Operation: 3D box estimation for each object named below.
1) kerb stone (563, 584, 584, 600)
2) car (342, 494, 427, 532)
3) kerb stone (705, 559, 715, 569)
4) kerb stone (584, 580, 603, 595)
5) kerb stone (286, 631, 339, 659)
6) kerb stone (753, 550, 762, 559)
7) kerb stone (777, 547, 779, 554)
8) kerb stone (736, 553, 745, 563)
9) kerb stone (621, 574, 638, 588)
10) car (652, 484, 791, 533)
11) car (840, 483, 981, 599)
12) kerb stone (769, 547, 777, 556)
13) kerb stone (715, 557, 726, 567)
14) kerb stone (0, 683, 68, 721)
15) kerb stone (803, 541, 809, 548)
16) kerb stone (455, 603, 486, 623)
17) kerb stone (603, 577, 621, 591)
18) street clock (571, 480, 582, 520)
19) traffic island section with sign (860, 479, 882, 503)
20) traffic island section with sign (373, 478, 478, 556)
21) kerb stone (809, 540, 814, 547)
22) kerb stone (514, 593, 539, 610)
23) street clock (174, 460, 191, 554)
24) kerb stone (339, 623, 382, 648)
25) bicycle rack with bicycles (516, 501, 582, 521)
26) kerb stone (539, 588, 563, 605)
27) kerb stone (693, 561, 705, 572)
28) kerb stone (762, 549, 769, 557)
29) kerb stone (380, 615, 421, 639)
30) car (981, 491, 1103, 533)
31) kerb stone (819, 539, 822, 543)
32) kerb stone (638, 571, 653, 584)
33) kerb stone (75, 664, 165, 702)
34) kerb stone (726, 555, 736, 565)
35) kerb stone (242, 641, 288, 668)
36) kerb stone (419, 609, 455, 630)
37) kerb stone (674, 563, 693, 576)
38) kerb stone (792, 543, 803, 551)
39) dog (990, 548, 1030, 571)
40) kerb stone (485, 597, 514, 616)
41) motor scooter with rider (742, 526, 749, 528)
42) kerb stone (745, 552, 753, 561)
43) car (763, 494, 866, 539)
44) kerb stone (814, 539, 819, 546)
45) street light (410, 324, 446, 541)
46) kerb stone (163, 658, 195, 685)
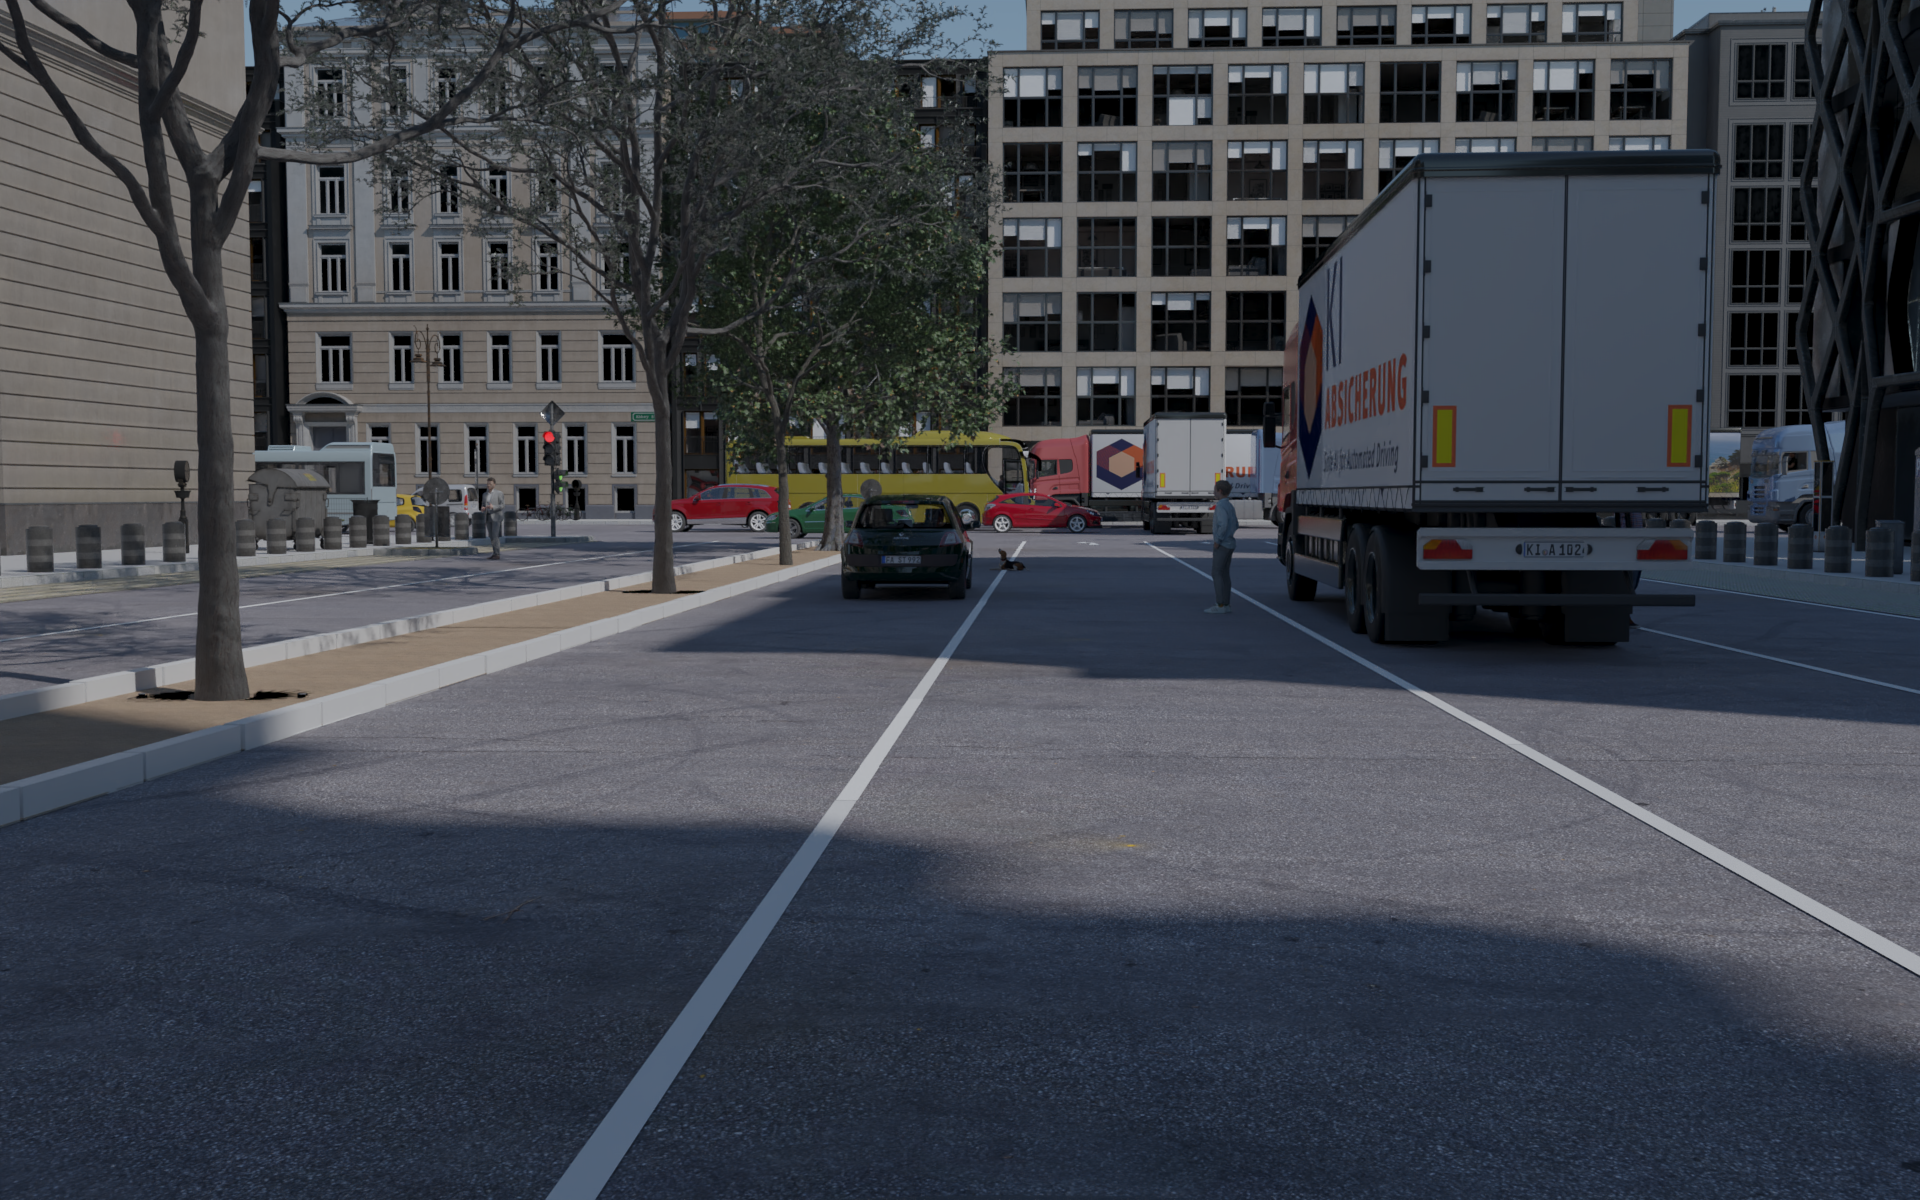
[{"bbox_3d":[-5.371,-0.089,23.656,0.120,0.150,1.000,0,4,3],"label":"kerb stone"},{"bbox_3d":[-22.192,-3.419,66.116,3.980,1.641,2.015,0,4,3],"label":"car"},{"bbox_3d":[-4.853,-0.654,32.894,0.120,0.150,1.000,0,4,3],"label":"kerb stone"},{"bbox_3d":[-5.311,-0.152,24.685,0.120,0.150,1.000,0,4,3],"label":"kerb stone"},{"bbox_3d":[-5.831,0.413,15.442,0.120,0.150,1.000,0,4,3],"label":"kerb stone"},{"bbox_3d":[-4.554,-0.964,38.033,0.120,0.150,1.000,0,4,3],"label":"kerb stone"},{"bbox_3d":[-4.389,-1.157,41.114,0.120,0.150,1.000,0,4,3],"label":"kerb stone"},{"bbox_3d":[-4.679,-0.842,35.978,0.120,0.150,1.000,0,4,3],"label":"kerb stone"},{"bbox_3d":[-5.190,-0.278,26.739,0.120,0.150,1.000,0,4,3],"label":"kerb stone"},{"bbox_3d":[-8.960,-3.470,65.406,5.304,1.827,2.281,0,4,2],"label":"car"},{"bbox_3d":[-0.713,-0.932,25.026,2.009,1.686,4.222,0,4,2],"label":"car"},{"bbox_3d":[-4.445,-1.094,40.089,0.120,0.150,1.000,0,4,3],"label":"kerb stone"},{"bbox_3d":[-4.787,-0.718,33.929,0.120,0.150,1.000,0,4,3],"label":"kerb stone"},{"bbox_3d":[-6.058,0.672,11.322,0.120,0.150,1.000,0,4,3],"label":"kerb stone"},{"bbox_3d":[-4.153,-1.407,45.226,0.120,0.150,1.000,0,4,3],"label":"kerb stone"},{"bbox_3d":[-5.605,0.166,19.557,0.120,0.150,1.000,0,4,3],"label":"kerb stone"},{"bbox_3d":[-5.254,-0.215,25.715,0.120,0.150,1.000,0,4,3],"label":"kerb stone"},{"bbox_3d":[-19.085,-4.997,86.279,0.471,2.002,0.358,2,4,23],"label":"street clock"},{"bbox_3d":[-2.730,-2.666,51.720,2.006,1.907,1.989,0,4,3],"label":"traffic island section with sign"},{"bbox_3d":[-12.522,-1.974,40.898,1.989,1.847,2.006,0,4,3],"label":"traffic island section with sign"},{"bbox_3d":[-4.096,-1.467,46.261,0.120,0.150,1.000,0,4,3],"label":"kerb stone"},{"bbox_3d":[-5.492,0.036,21.607,0.120,0.150,1.000,0,4,3],"label":"kerb stone"},{"bbox_3d":[-16.763,-2.005,37.357,0.358,2.002,0.471,-1,4,-12],"label":"street clock"},{"bbox_3d":[-5.778,0.357,16.476,0.120,0.150,1.000,0,4,3],"label":"kerb stone"},{"bbox_3d":[-19.744,-4.322,84.053,2.925,0.926,2.852,0,4,6],"label":"bicycle rack with bicycles"},{"bbox_3d":[-5.427,-0.027,22.631,0.120,0.150,1.000,0,4,3],"label":"kerb stone"},{"bbox_3d":[-4.905,-0.591,31.866,0.120,0.150,1.000,0,4,3],"label":"kerb stone"},{"bbox_3d":[-4.500,-1.031,39.058,0.120,0.150,1.000,0,4,3],"label":"kerb stone"},{"bbox_3d":[-5.716,0.287,17.501,0.120,0.150,1.000,0,4,3],"label":"kerb stone"},{"bbox_3d":[3.040,-3.377,64.260,4.494,1.783,2.155,0,4,3],"label":"car"},{"bbox_3d":[-3.977,-1.598,48.327,0.120,0.150,1.000,0,4,3],"label":"kerb stone"},{"bbox_3d":[-5.139,-0.336,27.765,0.120,0.150,1.000,0,4,3],"label":"kerb stone"},{"bbox_3d":[-6.005,0.602,12.347,0.120,0.150,1.000,0,4,3],"label":"kerb stone"},{"bbox_3d":[-4.730,-0.780,34.953,0.120,0.150,1.000,0,4,3],"label":"kerb stone"},{"bbox_3d":[-5.893,0.478,14.407,0.120,0.150,1.000,0,4,3],"label":"kerb stone"},{"bbox_3d":[-5.660,0.225,18.526,0.120,0.150,1.000,0,4,3],"label":"kerb stone"},{"bbox_3d":[-4.961,-0.529,30.840,0.120,0.150,1.000,0,4,3],"label":"kerb stone"},{"bbox_3d":[-4.217,-1.345,44.193,0.120,0.150,1.000,0,4,3],"label":"kerb stone"},{"bbox_3d":[0.938,-0.749,32.442,0.550,0.427,0.748,-2,4,-30],"label":"dog"},{"bbox_3d":[-5.549,0.099,20.582,0.120,0.150,1.000,0,4,3],"label":"kerb stone"},{"bbox_3d":[-8.461,-3.942,73.414,1.986,1.779,0.876,0,4,5],"label":"motor scooter with rider"},{"bbox_3d":[-4.618,-0.906,37.007,0.120,0.150,1.000,0,4,3],"label":"kerb stone"},{"bbox_3d":[-3.930,-2.708,56.077,4.920,1.459,2.131,0,4,4],"label":"car"},{"bbox_3d":[-4.041,-1.530,47.297,0.120,0.150,1.000,0,4,3],"label":"kerb stone"},{"bbox_3d":[-14.459,-4.551,47.192,0.468,5.910,1.993,0,4,3],"label":"street light"},{"bbox_3d":[-5.945,0.539,13.379,0.120,0.150,1.000,0,4,3],"label":"kerb stone"}]
